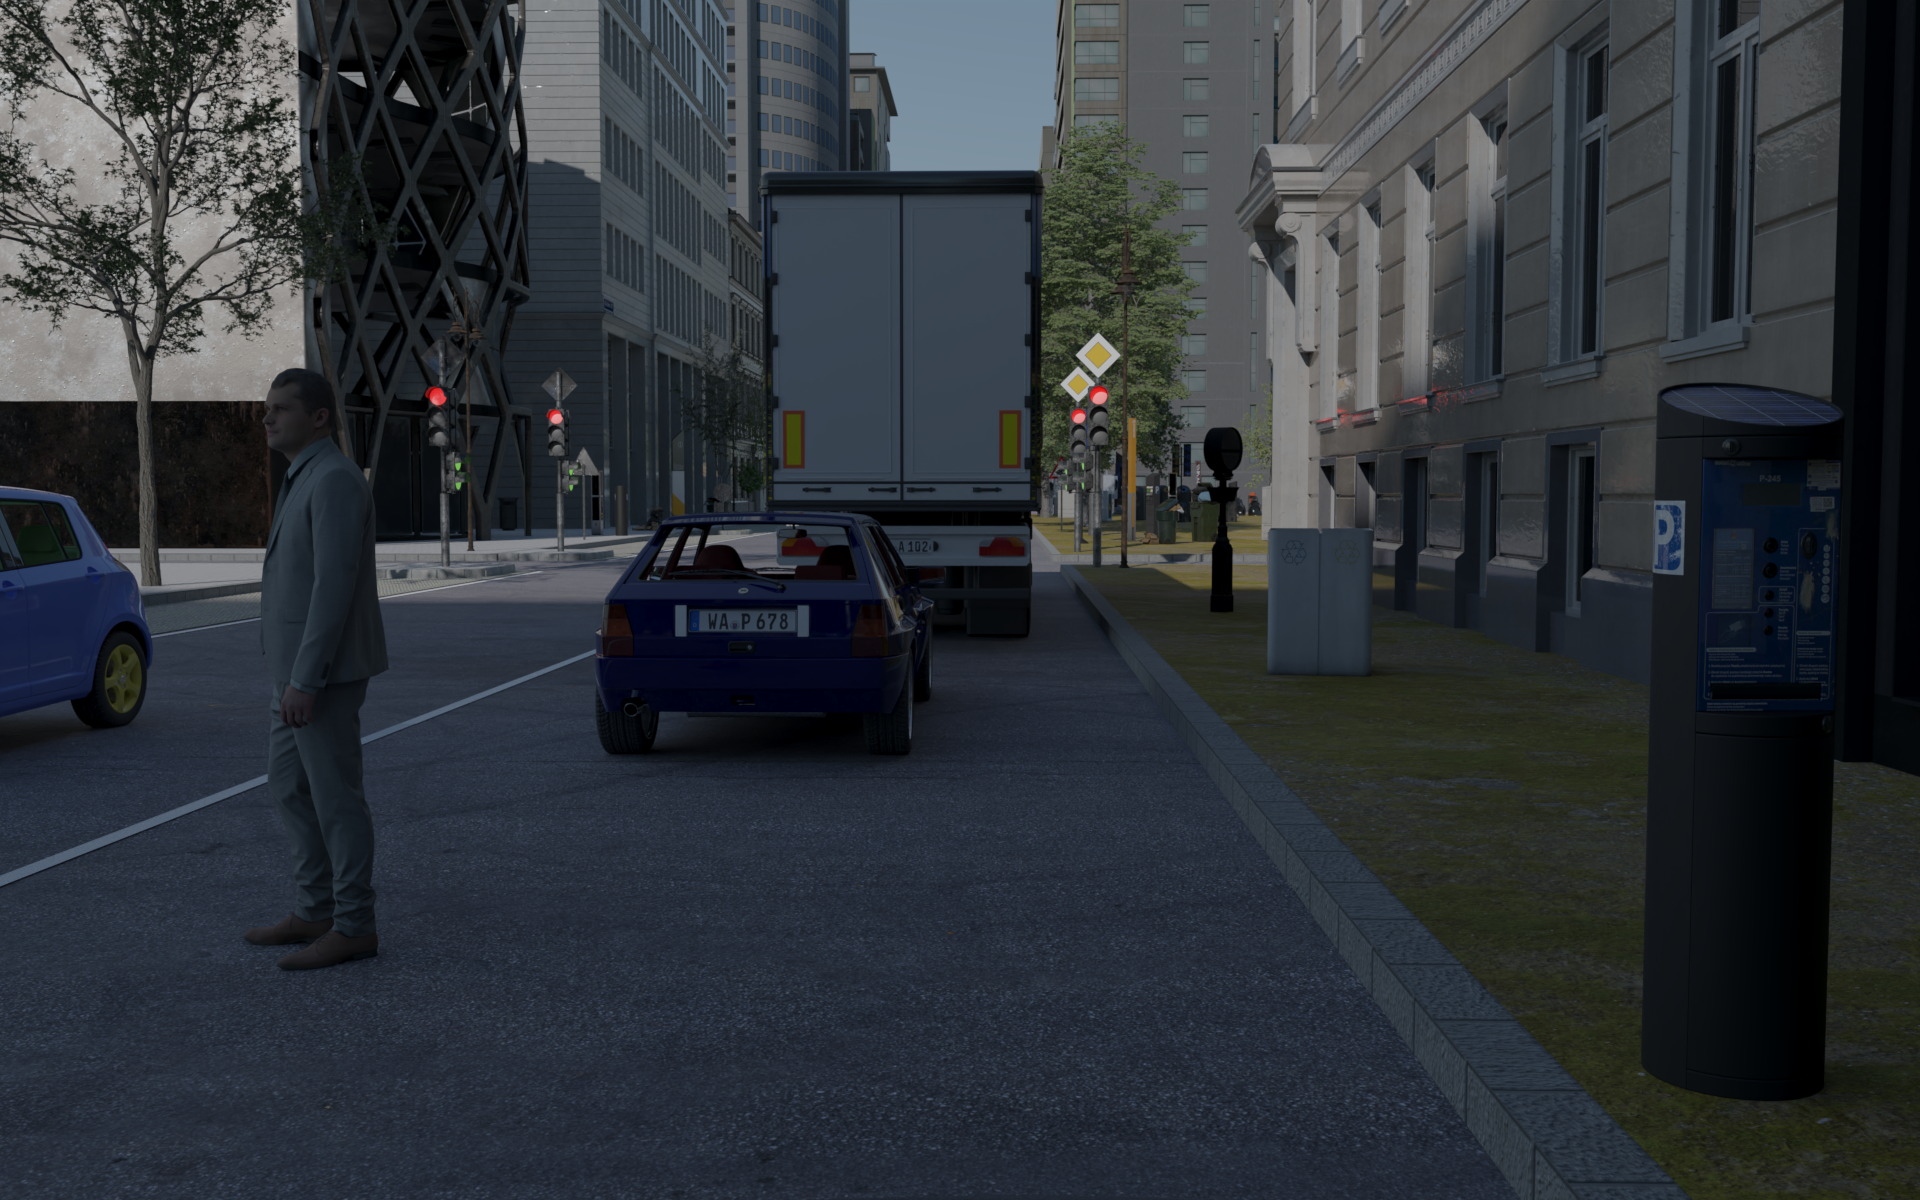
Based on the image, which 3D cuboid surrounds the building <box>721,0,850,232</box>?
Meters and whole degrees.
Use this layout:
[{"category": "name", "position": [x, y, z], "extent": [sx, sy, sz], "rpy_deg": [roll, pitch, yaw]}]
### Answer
[{"category": "building", "position": [-21.663, -37.628, 157.209], "extent": [21.231, 58.520, 28.212], "rpy_deg": [0, 4, 1]}]

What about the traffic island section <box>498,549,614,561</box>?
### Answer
[{"category": "traffic island section", "position": [-8.917, -0.999, 38.620], "extent": [2.009, 0.180, 2.903], "rpy_deg": [0, 4, 1]}]

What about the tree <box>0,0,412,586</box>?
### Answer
[{"category": "tree", "position": [-11.428, -5.451, 23.542], "extent": [8.767, 10.594, 7.601], "rpy_deg": [1, 4, 20]}]

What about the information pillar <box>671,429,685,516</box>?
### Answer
[{"category": "information pillar", "position": [-10.191, -4.362, 62.670], "extent": [0.504, 3.616, 0.183], "rpy_deg": [-3, 5, -40]}]

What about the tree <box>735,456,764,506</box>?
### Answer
[{"category": "tree", "position": [-10.457, -5.643, 86.858], "extent": [1.663, 3.219, 1.824], "rpy_deg": [0, 3, 0]}]

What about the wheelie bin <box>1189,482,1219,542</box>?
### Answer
[{"category": "wheelie bin", "position": [6.560, -2.355, 46.415], "extent": [0.693, 1.594, 0.980], "rpy_deg": [-2, 4, -26]}]

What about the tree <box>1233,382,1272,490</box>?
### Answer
[{"category": "tree", "position": [19.697, -9.773, 110.154], "extent": [4.737, 8.622, 4.395], "rpy_deg": [0, 3, 0]}]

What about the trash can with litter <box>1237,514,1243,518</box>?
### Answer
[{"category": "trash can with litter", "position": [14.195, -5.044, 93.521], "extent": [2.233, 1.210, 1.678], "rpy_deg": [0, 4, 4]}]

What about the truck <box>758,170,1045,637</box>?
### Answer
[{"category": "truck", "position": [-0.345, -1.941, 20.654], "extent": [2.839, 4.237, 11.283], "rpy_deg": [0, 4, 2]}]

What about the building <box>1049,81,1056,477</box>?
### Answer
[{"category": "building", "position": [20.558, -33.740, 171.253], "extent": [23.786, 49.044, 30.456], "rpy_deg": [0, 4, 1]}]

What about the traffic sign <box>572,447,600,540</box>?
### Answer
[{"category": "traffic sign", "position": [-10.497, -2.956, 48.331], "extent": [0.884, 2.594, 0.081], "rpy_deg": [0, 4, 2]}]

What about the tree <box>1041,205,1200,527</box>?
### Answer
[{"category": "tree", "position": [4.769, -9.166, 66.873], "extent": [9.611, 12.733, 9.660], "rpy_deg": [0, 3, 0]}]

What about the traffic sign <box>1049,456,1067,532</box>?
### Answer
[{"category": "traffic sign", "position": [3.461, -3.606, 58.955], "extent": [0.884, 2.594, 0.081], "rpy_deg": [1, 4, 9]}]

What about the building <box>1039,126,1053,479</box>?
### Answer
[{"category": "building", "position": [20.728, -36.319, 217.509], "extent": [21.300, 48.544, 21.600], "rpy_deg": [0, 4, 1]}]

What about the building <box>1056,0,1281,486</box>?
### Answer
[{"category": "building", "position": [19.006, -31.903, 145.320], "extent": [21.300, 48.544, 21.600], "rpy_deg": [0, 4, 1]}]

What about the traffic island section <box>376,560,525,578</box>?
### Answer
[{"category": "traffic island section", "position": [-9.114, -0.511, 30.637], "extent": [2.009, 0.180, 2.903], "rpy_deg": [0, 4, 1]}]

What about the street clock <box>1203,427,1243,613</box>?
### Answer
[{"category": "street clock", "position": [2.853, -0.871, 18.810], "extent": [0.358, 2.002, 0.471], "rpy_deg": [3, 4, 39]}]

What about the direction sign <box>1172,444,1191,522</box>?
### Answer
[{"category": "direction sign", "position": [10.003, -5.276, 78.253], "extent": [0.876, 3.537, 0.379], "rpy_deg": [1, 4, 23]}]

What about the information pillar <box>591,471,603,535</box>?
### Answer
[{"category": "information pillar", "position": [-11.360, -3.041, 54.210], "extent": [0.304, 2.012, 0.304], "rpy_deg": [0, 4, 6]}]

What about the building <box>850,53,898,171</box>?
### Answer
[{"category": "building", "position": [-22.582, -38.121, 212.523], "extent": [28.713, 52.752, 27.495], "rpy_deg": [0, 4, 1]}]

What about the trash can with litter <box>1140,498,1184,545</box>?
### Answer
[{"category": "trash can with litter", "position": [5.132, -2.001, 44.097], "extent": [1.055, 1.170, 0.624], "rpy_deg": [-2, 4, -35]}]

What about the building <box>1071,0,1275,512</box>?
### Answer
[{"category": "building", "position": [15.143, -27.170, 127.823], "extent": [14.154, 41.232, 14.086], "rpy_deg": [0, 4, 1]}]

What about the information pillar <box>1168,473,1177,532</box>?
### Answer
[{"category": "information pillar", "position": [7.282, -3.356, 59.355], "extent": [0.304, 2.012, 0.304], "rpy_deg": [0, 4, 6]}]

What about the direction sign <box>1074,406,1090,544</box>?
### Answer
[{"category": "direction sign", "position": [3.153, -3.231, 44.830], "extent": [0.379, 3.537, 0.876], "rpy_deg": [-1, 4, -23]}]

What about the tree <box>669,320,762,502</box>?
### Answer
[{"category": "tree", "position": [-10.074, -7.482, 72.695], "extent": [4.360, 8.622, 3.978], "rpy_deg": [0, 3, 0]}]

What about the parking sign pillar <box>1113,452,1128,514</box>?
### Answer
[{"category": "parking sign pillar", "position": [10.421, -7.396, 109.392], "extent": [1.447, 3.967, 1.447], "rpy_deg": [2, 4, 24]}]

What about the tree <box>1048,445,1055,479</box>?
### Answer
[{"category": "tree", "position": [5.677, -11.820, 143.617], "extent": [4.737, 8.622, 4.395], "rpy_deg": [0, 3, 0]}]

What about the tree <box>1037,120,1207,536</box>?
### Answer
[{"category": "tree", "position": [3.922, -8.256, 53.112], "extent": [7.486, 12.596, 7.792], "rpy_deg": [0, 3, 0]}]

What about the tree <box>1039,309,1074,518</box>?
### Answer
[{"category": "tree", "position": [4.669, -11.458, 93.990], "extent": [9.857, 13.997, 8.962], "rpy_deg": [0, 3, 0]}]

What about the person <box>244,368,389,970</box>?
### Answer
[{"category": "person", "position": [-1.965, 0.200, 5.325], "extent": [0.391, 1.810, 0.635], "rpy_deg": [-2, 4, -32]}]

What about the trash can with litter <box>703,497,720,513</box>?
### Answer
[{"category": "trash can with litter", "position": [-10.087, -3.676, 71.486], "extent": [0.624, 1.170, 1.055], "rpy_deg": [1, 4, 22]}]

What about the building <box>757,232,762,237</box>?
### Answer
[{"category": "building", "position": [-24.828, -17.381, 129.220], "extent": [27.650, 21.520, 28.899], "rpy_deg": [0, 4, 1]}]

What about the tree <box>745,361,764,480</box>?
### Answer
[{"category": "tree", "position": [-9.687, -8.647, 91.743], "extent": [4.737, 8.622, 4.395], "rpy_deg": [0, 3, 0]}]
